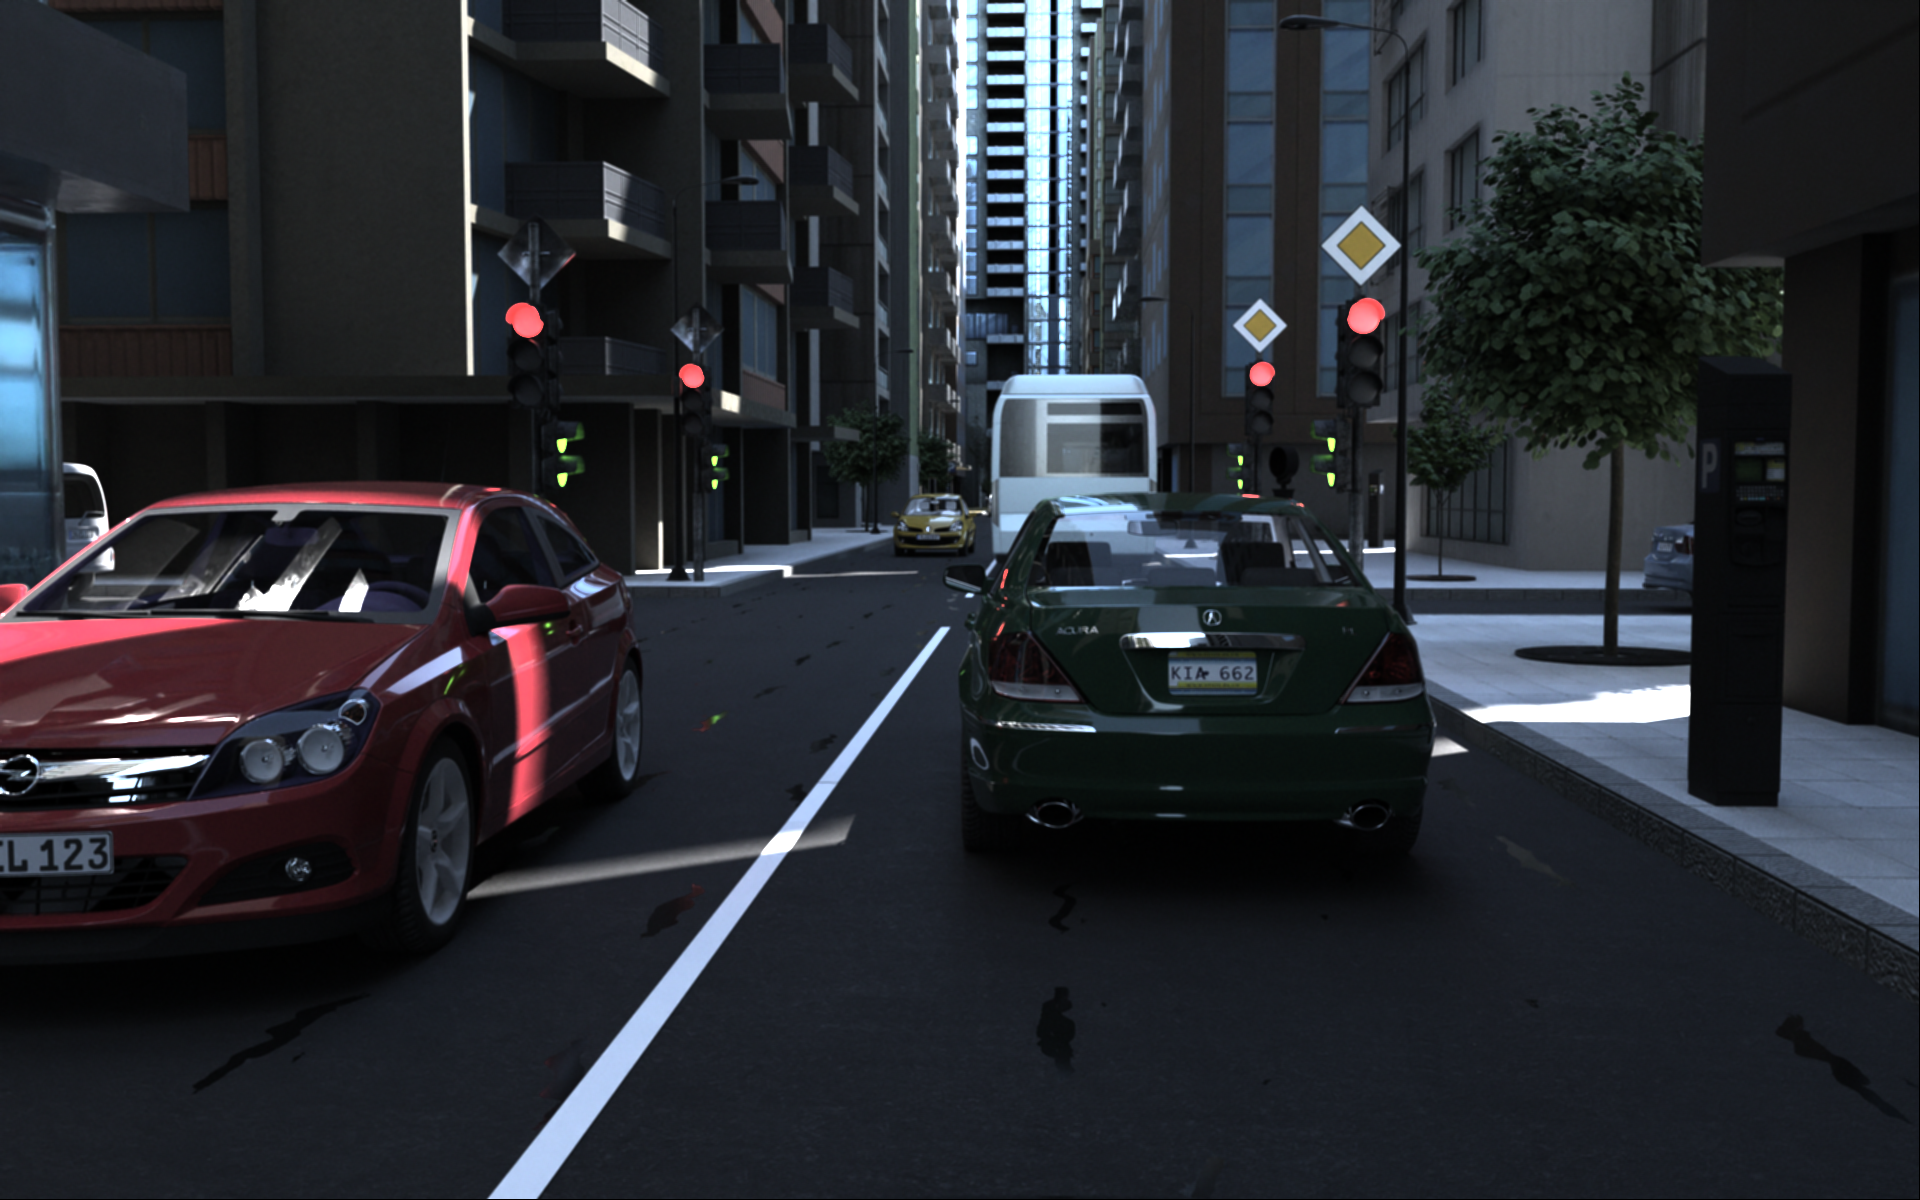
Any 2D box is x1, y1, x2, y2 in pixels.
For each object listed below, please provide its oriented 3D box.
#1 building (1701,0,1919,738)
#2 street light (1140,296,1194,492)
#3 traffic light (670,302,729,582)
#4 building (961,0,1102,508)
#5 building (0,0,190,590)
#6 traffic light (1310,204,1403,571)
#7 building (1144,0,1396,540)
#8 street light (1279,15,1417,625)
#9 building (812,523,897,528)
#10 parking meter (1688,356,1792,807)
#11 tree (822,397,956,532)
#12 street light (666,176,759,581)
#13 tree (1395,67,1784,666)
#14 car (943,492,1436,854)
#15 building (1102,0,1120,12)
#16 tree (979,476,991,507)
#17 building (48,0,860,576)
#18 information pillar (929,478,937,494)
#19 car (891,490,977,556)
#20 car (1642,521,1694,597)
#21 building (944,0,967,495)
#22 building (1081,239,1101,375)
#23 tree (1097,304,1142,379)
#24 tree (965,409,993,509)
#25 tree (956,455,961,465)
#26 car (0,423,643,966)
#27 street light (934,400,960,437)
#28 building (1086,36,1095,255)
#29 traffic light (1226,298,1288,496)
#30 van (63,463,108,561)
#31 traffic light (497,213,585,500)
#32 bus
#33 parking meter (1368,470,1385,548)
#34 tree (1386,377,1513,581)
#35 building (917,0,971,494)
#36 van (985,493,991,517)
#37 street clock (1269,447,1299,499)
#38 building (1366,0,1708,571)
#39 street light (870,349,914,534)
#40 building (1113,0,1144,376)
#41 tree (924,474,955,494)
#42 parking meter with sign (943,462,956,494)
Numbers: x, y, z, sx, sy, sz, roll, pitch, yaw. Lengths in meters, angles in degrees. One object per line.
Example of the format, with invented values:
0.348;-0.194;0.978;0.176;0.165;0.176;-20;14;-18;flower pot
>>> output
11.184;-21.536;2.228;14.600;45.320;14.200;0;4;3;building
4.918;-4.175;40.805;1.470;5.913;1.316;0;4;3;street light
-3.823;-2.227;25.340;0.839;4.253;0.868;0;4;3;traffic light
8.262;-53.825;192.715;31.000;86.520;22.319;0;4;3;building
-20.683;-23.521;4.174;30.456;49.044;23.786;0;4;3;building
3.878;-1.716;16.976;0.839;4.253;0.868;0;4;3;traffic light
13.039;-24.682;53.668;14.600;45.320;14.200;0;4;3;building
3.800;-2.717;16.967;1.470;5.913;1.316;0;4;3;street light
-9.143;-23.515;68.059;14.154;41.232;14.086;0;4;3;building
3.235;-0.091;7.195;0.255;1.863;0.399;0;4;2;parking meter
-3.214;-4.593;58.817;4.285;4.588;4.351;0;3;0;tree
-3.632;-3.237;25.460;1.470;5.913;1.316;0;4;3;street light
5.114;-1.814;13.372;4.285;4.588;4.351;0;3;0;tree
0.956;0.211;8.346;2.131;1.459;4.920;0;4;2;car
15.915;-26.063;109.719;14.154;41.232;14.086;0;4;3;building
3.218;-10.950;173.638;1.663;3.219;1.824;0;3;0;tree
-14.124;-23.493;38.742;22.147;44.769;28.867;0;4;3;building
-1.227;-4.519;78.385;0.304;2.012;0.304;1;4;11;information pillar
-0.574;-1.889;41.102;2.015;1.641;3.980;0;4;4;car
10.747;-0.555;21.072;4.499;1.417;2.014;0;4;4;car
-6.788;-29.890;138.805;14.600;45.320;14.200;0;4;3;building
23.281;-17.523;131.533;27.650;21.520;28.899;0;4;3;building
7.176;-7.084;66.184;4.360;8.622;3.978;0;3;0;tree
2.067;-12.286;151.235;4.360;8.622;3.978;0;3;0;tree
-1.676;-5.978;81.450;4.285;4.588;4.351;0;3;0;tree
-2.474;0.140;6.758;2.155;1.783;4.494;0;4;1;car
-0.723;-6.902;85.390;1.470;5.913;1.316;0;4;3;street light
19.209;-31.628;167.224;14.600;45.320;14.200;0;4;3;building
4.278;-2.204;24.951;0.839;4.253;0.868;0;4;3;traffic light
-13.537;-0.977;22.983;4.112;2.044;2.013;0;4;5;van
-4.223;-1.740;17.365;0.839;4.253;0.868;0;4;3;traffic light
2.150;-2.354;33.350;2.948;3.499;13.247;0;4;3;bus
9.950;-2.183;41.402;0.255;1.863;0.399;3;4;37;parking meter
7.128;-1.918;25.962;1.663;3.219;1.824;0;3;0;tree
-11.477;-30.351;115.851;23.786;49.044;30.456;0;4;3;building
2.636;-6.302;110.044;2.013;2.044;4.112;0;4;2;van
4.940;-1.339;26.460;0.358;2.002;0.471;-2;4;-25;street clock
15.643;-21.227;30.648;14.086;41.232;14.154;0;4;3;building
-2.183;-5.078;55.563;1.470;5.913;1.316;0;4;3;street light
18.898;-28.377;83.571;23.786;49.044;30.456;0;4;3;building
-1.113;-5.839;90.072;1.663;3.219;1.824;0;3;0;tree
-0.724;-6.101;96.010;0.543;3.016;1.738;-1;4;-15;parking meter with sign
